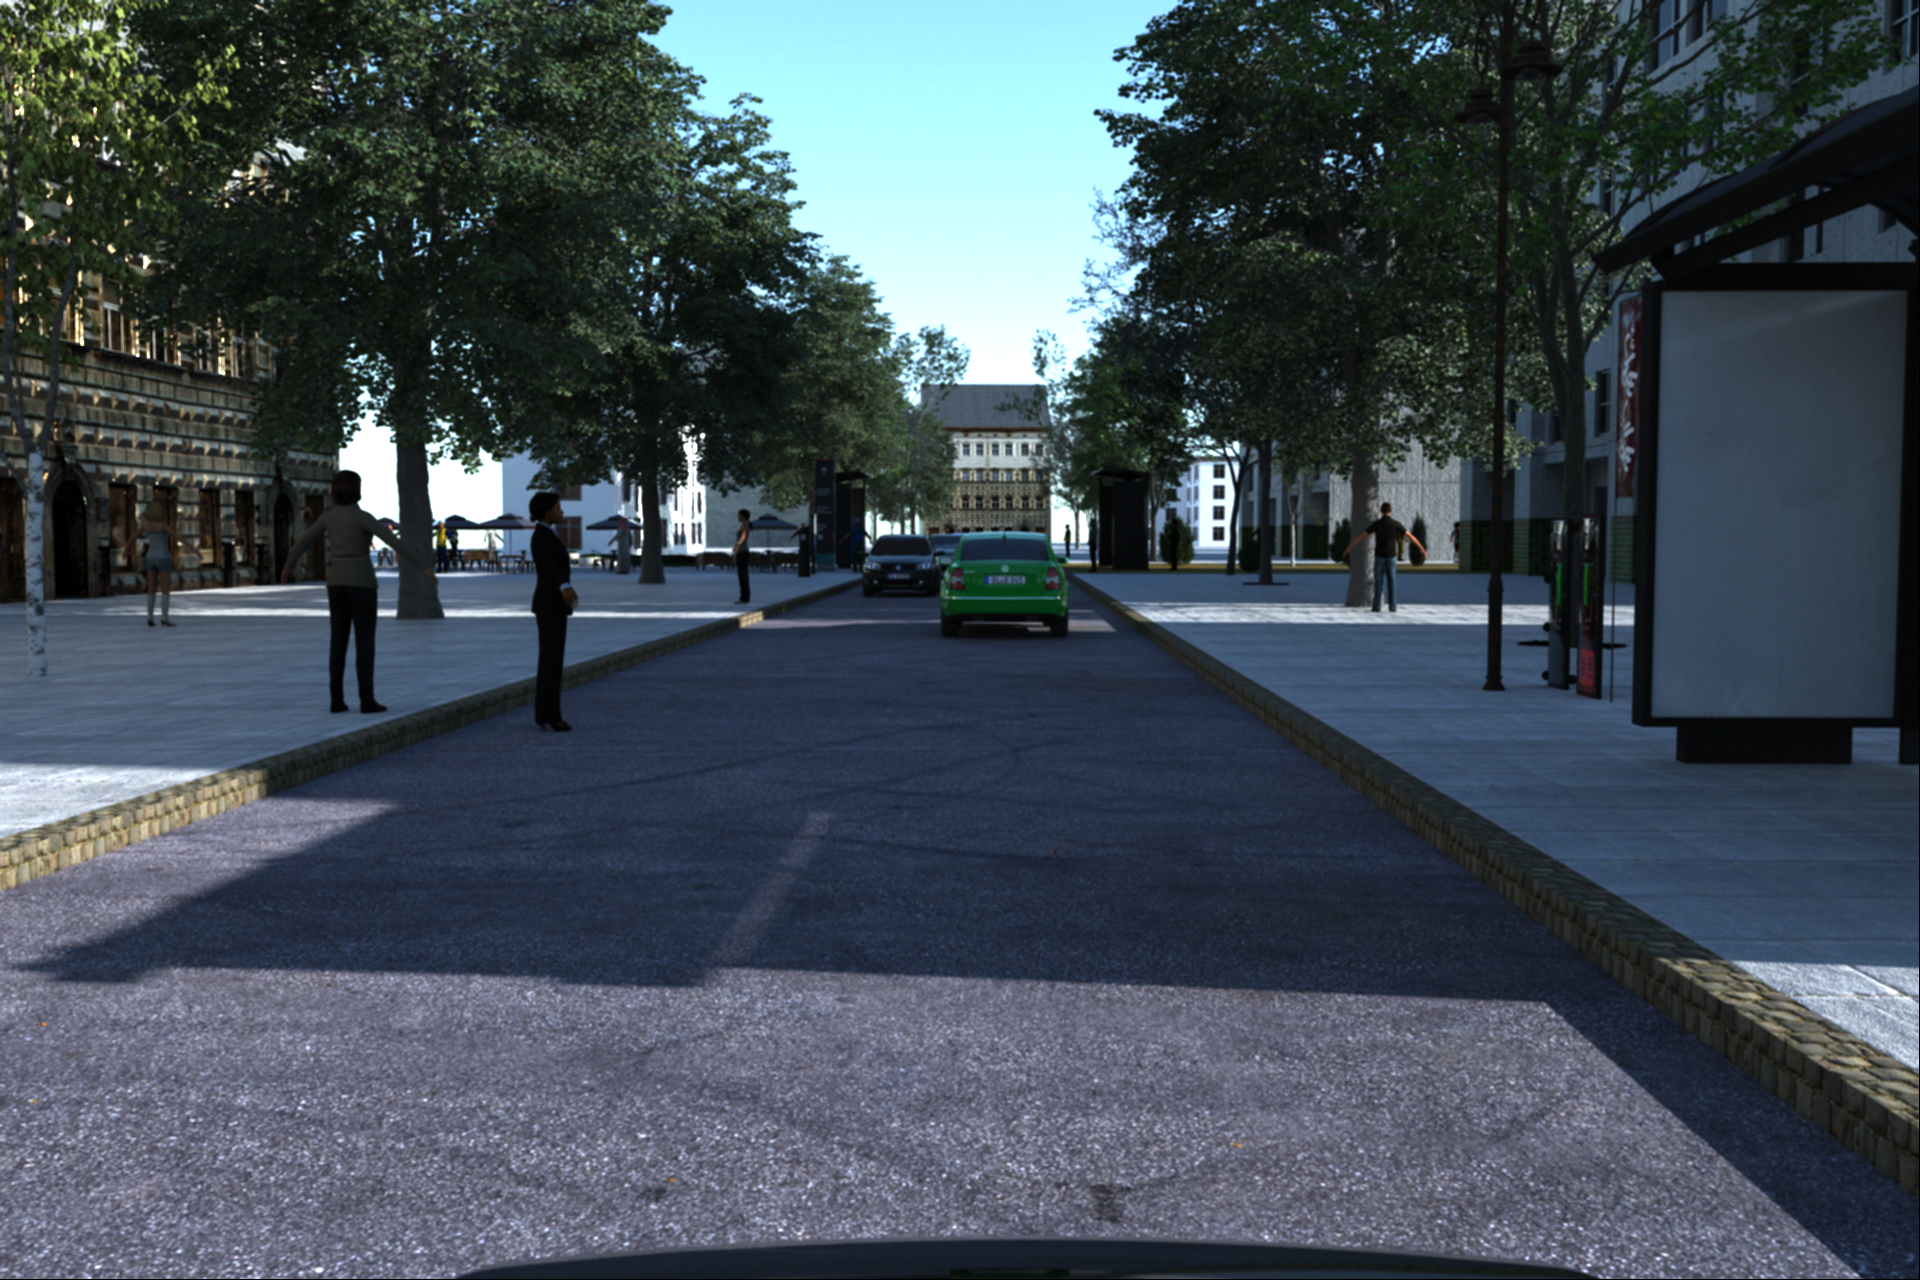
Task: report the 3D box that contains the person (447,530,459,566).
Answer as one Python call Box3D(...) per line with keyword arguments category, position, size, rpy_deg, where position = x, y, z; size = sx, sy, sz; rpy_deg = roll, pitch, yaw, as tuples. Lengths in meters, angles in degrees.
Box3D(category="person", position=(-20.375, -3.920, 69.869), size=(0.705, 1.856, 1.354), rpy_deg=(-1, 4, -18))

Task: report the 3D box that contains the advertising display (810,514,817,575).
Box3D(category="advertising display", position=(-4.658, -3.057, 55.196), size=(0.123, 1.923, 0.974), rpy_deg=(0, 4, 1))

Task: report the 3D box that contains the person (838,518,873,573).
Box3D(category="person", position=(-3.402, -3.125, 57.225), size=(1.347, 1.817, 0.704), rpy_deg=(-3, 4, -37))

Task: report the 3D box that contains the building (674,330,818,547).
Box3D(category="building", position=(-22.196, -21.288, 178.981), size=(19.493, 23.208, 18.063), rpy_deg=(0, 4, 2))

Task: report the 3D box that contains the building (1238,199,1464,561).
Box3D(category="building", position=(26.332, -14.135, 97.566), size=(16.747, 18.905, 31.486), rpy_deg=(0, 4, 1))

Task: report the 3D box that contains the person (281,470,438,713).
Box3D(category="person", position=(-4.351, -0.351, 12.501), size=(1.215, 1.744, 0.721), rpy_deg=(1, 4, 10))

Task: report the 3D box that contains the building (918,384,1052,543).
Box3D(category="building", position=(3.305, -25.607, 252.062), size=(18.063, 23.208, 19.493), rpy_deg=(0, 4, -3))

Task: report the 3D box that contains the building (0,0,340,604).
Box3D(category="building", position=(-26.577, -12.700, 38.578), size=(19.493, 23.208, 18.063), rpy_deg=(0, 4, 1))

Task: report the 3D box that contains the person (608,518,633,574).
Box3D(category="person", position=(-10.858, -3.031, 55.711), size=(0.704, 1.811, 1.347), rpy_deg=(1, 4, 22))

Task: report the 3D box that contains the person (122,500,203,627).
Box3D(category="person", position=(-11.125, -1.072, 24.132), size=(1.214, 1.753, 0.721), rpy_deg=(1, 4, 9))

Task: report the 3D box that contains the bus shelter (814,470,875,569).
Box3D(category="bus shelter", position=(-4.393, -4.607, 66.604), size=(1.731, 3.624, 6.357), rpy_deg=(0, 4, 2))

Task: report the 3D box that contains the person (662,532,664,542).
Box3D(category="person", position=(-14.104, -4.586, 80.834), size=(0.705, 1.847, 1.347), rpy_deg=(-2, 4, -35))

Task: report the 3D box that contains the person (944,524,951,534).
Box3D(category="person", position=(-0.561, -3.921, 72.494), size=(0.705, 1.837, 1.347), rpy_deg=(-1, 4, -14))

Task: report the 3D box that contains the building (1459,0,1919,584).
Box3D(category="building", position=(25.536, -10.916, 44.931), size=(16.747, 18.905, 31.486), rpy_deg=(0, 4, 2))

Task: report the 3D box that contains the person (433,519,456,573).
Box3D(category="person", position=(-17.115, -3.093, 57.032), size=(1.216, 1.772, 0.721), rpy_deg=(1, 4, 19))

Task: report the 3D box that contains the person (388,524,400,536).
Box3D(category="person", position=(-17.322, -2.868, 53.734), size=(0.445, 1.727, 0.742), rpy_deg=(3, 5, 40))

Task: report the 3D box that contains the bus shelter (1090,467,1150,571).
Box3D(category="bus shelter", position=(5.870, -4.442, 63.907), size=(1.731, 3.624, 6.357), rpy_deg=(0, 3, 0))

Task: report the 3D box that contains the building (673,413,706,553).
Box3D(category="building", position=(-23.080, -11.314, 127.123), size=(9.099, 9.664, 28.070), rpy_deg=(0, 4, 2))

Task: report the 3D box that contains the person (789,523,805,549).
Box3D(category="person", position=(-7.512, -4.695, 82.908), size=(1.346, 1.812, 0.704), rpy_deg=(0, 4, -7))

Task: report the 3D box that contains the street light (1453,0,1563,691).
Box3D(category="street light", position=(4.392, -2.525, 14.071), size=(0.468, 5.910, 1.993), rpy_deg=(0, 4, 2))

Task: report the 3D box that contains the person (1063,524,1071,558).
Box3D(category="person", position=(5.840, -5.413, 94.474), size=(0.705, 1.833, 1.349), rpy_deg=(1, 4, 11))

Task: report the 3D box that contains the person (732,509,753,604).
Box3D(category="person", position=(-4.066, -1.533, 31.882), size=(0.721, 1.737, 1.217), rpy_deg=(0, 4, -1))

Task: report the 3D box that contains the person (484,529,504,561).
Box3D(category="person", position=(-20.491, -4.266, 75.941), size=(0.705, 1.806, 1.347), rpy_deg=(1, 4, 21))

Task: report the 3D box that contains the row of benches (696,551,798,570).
Box3D(category="row of benches", position=(-7.813, -2.926, 63.310), size=(4.104, 0.672, 1.422), rpy_deg=(-2, 4, -34))

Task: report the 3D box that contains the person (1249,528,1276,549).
Box3D(category="person", position=(13.708, -4.433, 78.710), size=(1.346, 1.802, 0.704), rpy_deg=(-1, 4, -9))

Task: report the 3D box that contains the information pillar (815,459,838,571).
Box3D(category="information pillar", position=(-4.658, -4.323, 60.064), size=(0.750, 3.857, 0.750), rpy_deg=(0, 4, 2))

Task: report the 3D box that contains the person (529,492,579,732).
Box3D(category="person", position=(-2.924, -0.215, 12.689), size=(0.721, 1.740, 1.216), rpy_deg=(-1, 4, -18))

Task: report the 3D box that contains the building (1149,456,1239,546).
Box3D(category="building", position=(26.716, -15.749, 199.645), size=(9.099, 9.664, 28.070), rpy_deg=(0, 4, 1))

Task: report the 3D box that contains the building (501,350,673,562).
Box3D(category="building", position=(-19.654, -9.171, 92.097), size=(9.099, 9.664, 28.070), rpy_deg=(0, 4, 2))

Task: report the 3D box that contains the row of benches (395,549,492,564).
Box3D(category="row of benches", position=(-21.988, -3.583, 74.046), size=(4.104, 0.672, 1.422), rpy_deg=(0, 4, -7))

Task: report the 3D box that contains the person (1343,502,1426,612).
Box3D(category="person", position=(7.022, -1.370, 28.611), size=(1.348, 1.803, 0.705), rpy_deg=(0, 4, 7))

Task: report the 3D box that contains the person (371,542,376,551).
Box3D(category="person", position=(-13.990, -2.106, 40.616), size=(0.705, 1.807, 1.348), rpy_deg=(-2, 4, -34))

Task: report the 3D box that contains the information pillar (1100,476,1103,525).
Box3D(category="information pillar", position=(5.720, -4.821, 70.170), size=(0.183, 3.616, 0.504), rpy_deg=(0, 4, 2))

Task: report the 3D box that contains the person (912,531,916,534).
Box3D(category="person", position=(-2.615, -5.205, 94.361), size=(0.599, 1.433, 0.991), rpy_deg=(-1, 4, -13))

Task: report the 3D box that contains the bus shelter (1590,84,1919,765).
Box3D(category="bus shelter", position=(4.512, -0.808, 7.128), size=(2.014, 3.302, 5.546), rpy_deg=(0, 4, 2))

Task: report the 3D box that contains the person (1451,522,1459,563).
Box3D(category="person", position=(22.149, -4.334, 77.000), size=(0.704, 1.843, 1.345), rpy_deg=(-1, 4, -16))

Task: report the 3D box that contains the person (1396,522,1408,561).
Box3D(category="person", position=(20.805, -4.643, 81.677), size=(0.705, 1.858, 1.354), rpy_deg=(0, 4, -3))
